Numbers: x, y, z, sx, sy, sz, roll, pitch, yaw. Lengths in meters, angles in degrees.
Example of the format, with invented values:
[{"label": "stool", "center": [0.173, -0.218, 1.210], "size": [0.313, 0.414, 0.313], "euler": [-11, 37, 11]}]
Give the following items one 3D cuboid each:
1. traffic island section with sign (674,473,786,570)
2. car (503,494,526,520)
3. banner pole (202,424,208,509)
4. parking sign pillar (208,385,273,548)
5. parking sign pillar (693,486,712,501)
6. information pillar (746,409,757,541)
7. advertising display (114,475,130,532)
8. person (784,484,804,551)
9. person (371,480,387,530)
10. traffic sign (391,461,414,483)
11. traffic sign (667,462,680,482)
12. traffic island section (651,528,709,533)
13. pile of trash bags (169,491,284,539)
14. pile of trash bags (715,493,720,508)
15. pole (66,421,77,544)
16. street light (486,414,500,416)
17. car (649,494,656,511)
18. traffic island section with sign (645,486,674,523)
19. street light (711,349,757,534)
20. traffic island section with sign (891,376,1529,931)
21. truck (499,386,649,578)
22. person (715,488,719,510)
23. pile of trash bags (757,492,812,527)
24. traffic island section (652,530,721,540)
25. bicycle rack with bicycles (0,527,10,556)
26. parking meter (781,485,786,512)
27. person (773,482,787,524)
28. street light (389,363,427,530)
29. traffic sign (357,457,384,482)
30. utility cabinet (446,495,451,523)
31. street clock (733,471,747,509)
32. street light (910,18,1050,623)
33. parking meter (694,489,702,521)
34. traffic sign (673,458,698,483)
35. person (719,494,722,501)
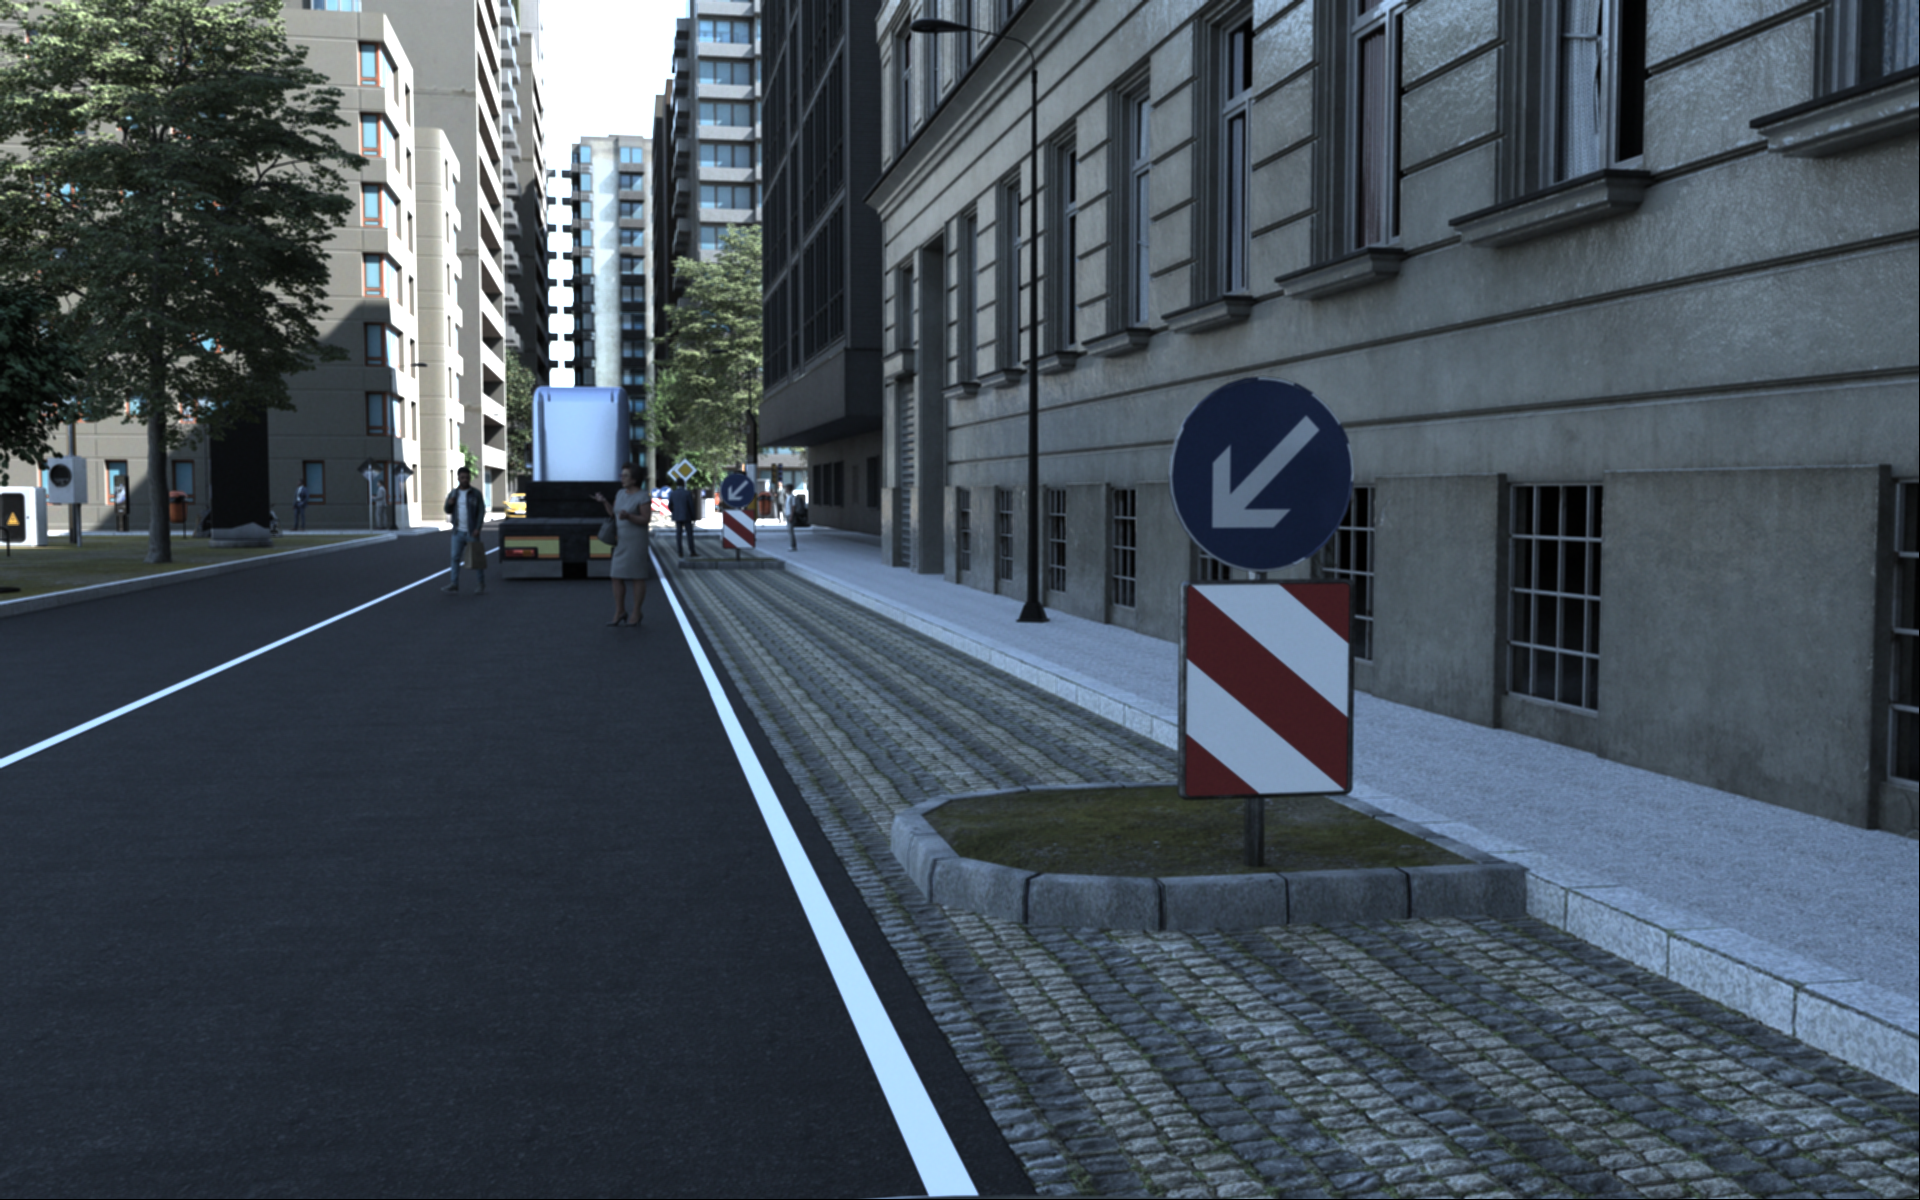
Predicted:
[{"label": "traffic island section with sign", "center": [-4.455, -1.525, 33.566], "size": [1.989, 1.847, 2.006], "euler": [-1, 4, -11]}, {"label": "car", "center": [-23.944, -5.171, 94.768], "size": [2.015, 1.641, 3.980], "euler": [-1, 4, -11]}, {"label": "banner pole", "center": [-26.564, -4.377, 61.574], "size": [0.863, 3.779, 0.401], "euler": [-2, 4, -27]}, {"label": "parking sign pillar", "center": [-17.354, -3.255, 41.696], "size": [1.447, 3.967, 1.447], "euler": [-2, 4, -26]}, {"label": "parking sign pillar", "center": [-16.773, -7.622, 113.096], "size": [1.447, 3.967, 1.447], "euler": [0, 4, 4]}, {"label": "information pillar", "center": [-5.733, -3.442, 47.628], "size": [0.183, 3.616, 0.504], "euler": [-2, 4, -33]}, {"label": "advertising display", "center": [-28.629, -3.300, 59.169], "size": [0.974, 1.923, 0.123], "euler": [3, 5, 43]}, {"label": "person", "center": [-3.814, -1.870, 39.208], "size": [0.503, 1.515, 0.523], "euler": [3, 5, 39]}, {"label": "person", "center": [-20.916, -3.431, 62.337], "size": [0.583, 1.804, 0.606], "euler": [-1, 4, -9]}, {"label": "traffic sign", "center": [-19.833, -3.633, 61.596], "size": [0.795, 2.593, 0.064], "euler": [-1, 4, -11]}, {"label": "traffic sign", "center": [-10.313, -3.745, 63.422], "size": [0.795, 2.593, 0.064], "euler": [-1, 4, -11]}, {"label": "traffic island section", "center": [-10.291, -2.522, 63.509], "size": [2.009, 0.180, 2.903], "euler": [-1, 4, -11]}, {"label": "pile of trash bags", "center": [-21.820, -2.522, 50.994], "size": [1.912, 1.369, 3.447], "euler": [2, 4, 26]}, {"label": "pile of trash bags", "center": [-19.288, -7.224, 127.863], "size": [3.447, 1.369, 1.912], "euler": [-2, 4, -23]}, {"label": "pole", "center": [-22.955, -3.116, 44.789], "size": [0.158, 3.312, 0.155], "euler": [0, 3, 0]}, {"label": "street light", "center": [-27.233, -7.801, 100.082], "size": [1.470, 5.913, 1.316], "euler": [-1, 4, -11]}, {"label": "car", "center": [-26.214, -8.191, 144.149], "size": [2.015, 1.641, 3.980], "euler": [-1, 4, -12]}, {"label": "traffic island section with sign", "center": [-14.998, -4.834, 87.656], "size": [1.989, 1.847, 2.006], "euler": [-1, 4, -11]}, {"label": "street light", "center": [-7.304, -5.094, 55.828], "size": [1.470, 5.913, 1.316], "euler": [-1, 4, -11]}, {"label": "traffic island section with sign", "center": [0.780, 0.122, 6.626], "size": [1.989, 1.847, 2.006], "euler": [-1, 4, -11]}, {"label": "truck", "center": [-8.297, -2.935, 37.753], "size": [2.967, 4.110, 18.799], "euler": [-1, 4, -12]}, {"label": "person", "center": [-18.992, -7.825, 134.325], "size": [0.721, 1.781, 0.623], "euler": [-1, 4, -15]}, {"label": "pile of trash bags", "center": [-6.300, -3.536, 67.559], "size": [3.447, 1.369, 1.912], "euler": [1, 4, 17]}, {"label": "traffic island section", "center": [-8.765, -2.042, 55.670], "size": [2.009, 0.180, 2.903], "euler": [-1, 4, -11]}, {"label": "bicycle rack with bicycles", "center": [-21.003, -1.347, 35.399], "size": [2.852, 0.926, 2.925], "euler": [3, 5, 39]}, {"label": "parking meter", "center": [-11.992, -6.853, 117.762], "size": [0.255, 1.863, 0.399], "euler": [-1, 4, -16]}, {"label": "person", "center": [-7.721, -4.162, 74.270], "size": [0.661, 1.801, 0.590], "euler": [1, 4, 9]}, {"label": "street light", "center": [-19.581, -5.439, 61.467], "size": [1.470, 5.913, 1.316], "euler": [-1, 4, -11]}, {"label": "traffic sign", "center": [-18.307, -3.154, 53.757], "size": [0.795, 2.593, 0.064], "euler": [-1, 4, -11]}, {"label": "utility cabinet", "center": [-22.775, -4.046, 77.320], "size": [0.306, 1.237, 1.020], "euler": [-1, 4, -15]}, {"label": "street clock", "center": [-6.877, -3.032, 54.139], "size": [0.471, 2.002, 0.358], "euler": [-2, 4, -29]}, {"label": "street light", "center": [0.203, -2.730, 17.184], "size": [1.470, 5.913, 1.316], "euler": [-1, 4, -11]}, {"label": "parking meter", "center": [-12.506, -4.536, 82.577], "size": [0.372, 1.533, 0.369], "euler": [0, 3, 0]}, {"label": "traffic sign", "center": [-8.787, -3.266, 55.583], "size": [0.795, 2.593, 0.064], "euler": [-1, 4, -11]}, {"label": "person", "center": [-16.598, -7.040, 121.424], "size": [0.678, 1.792, 0.850], "euler": [0, 4, -2]}]
